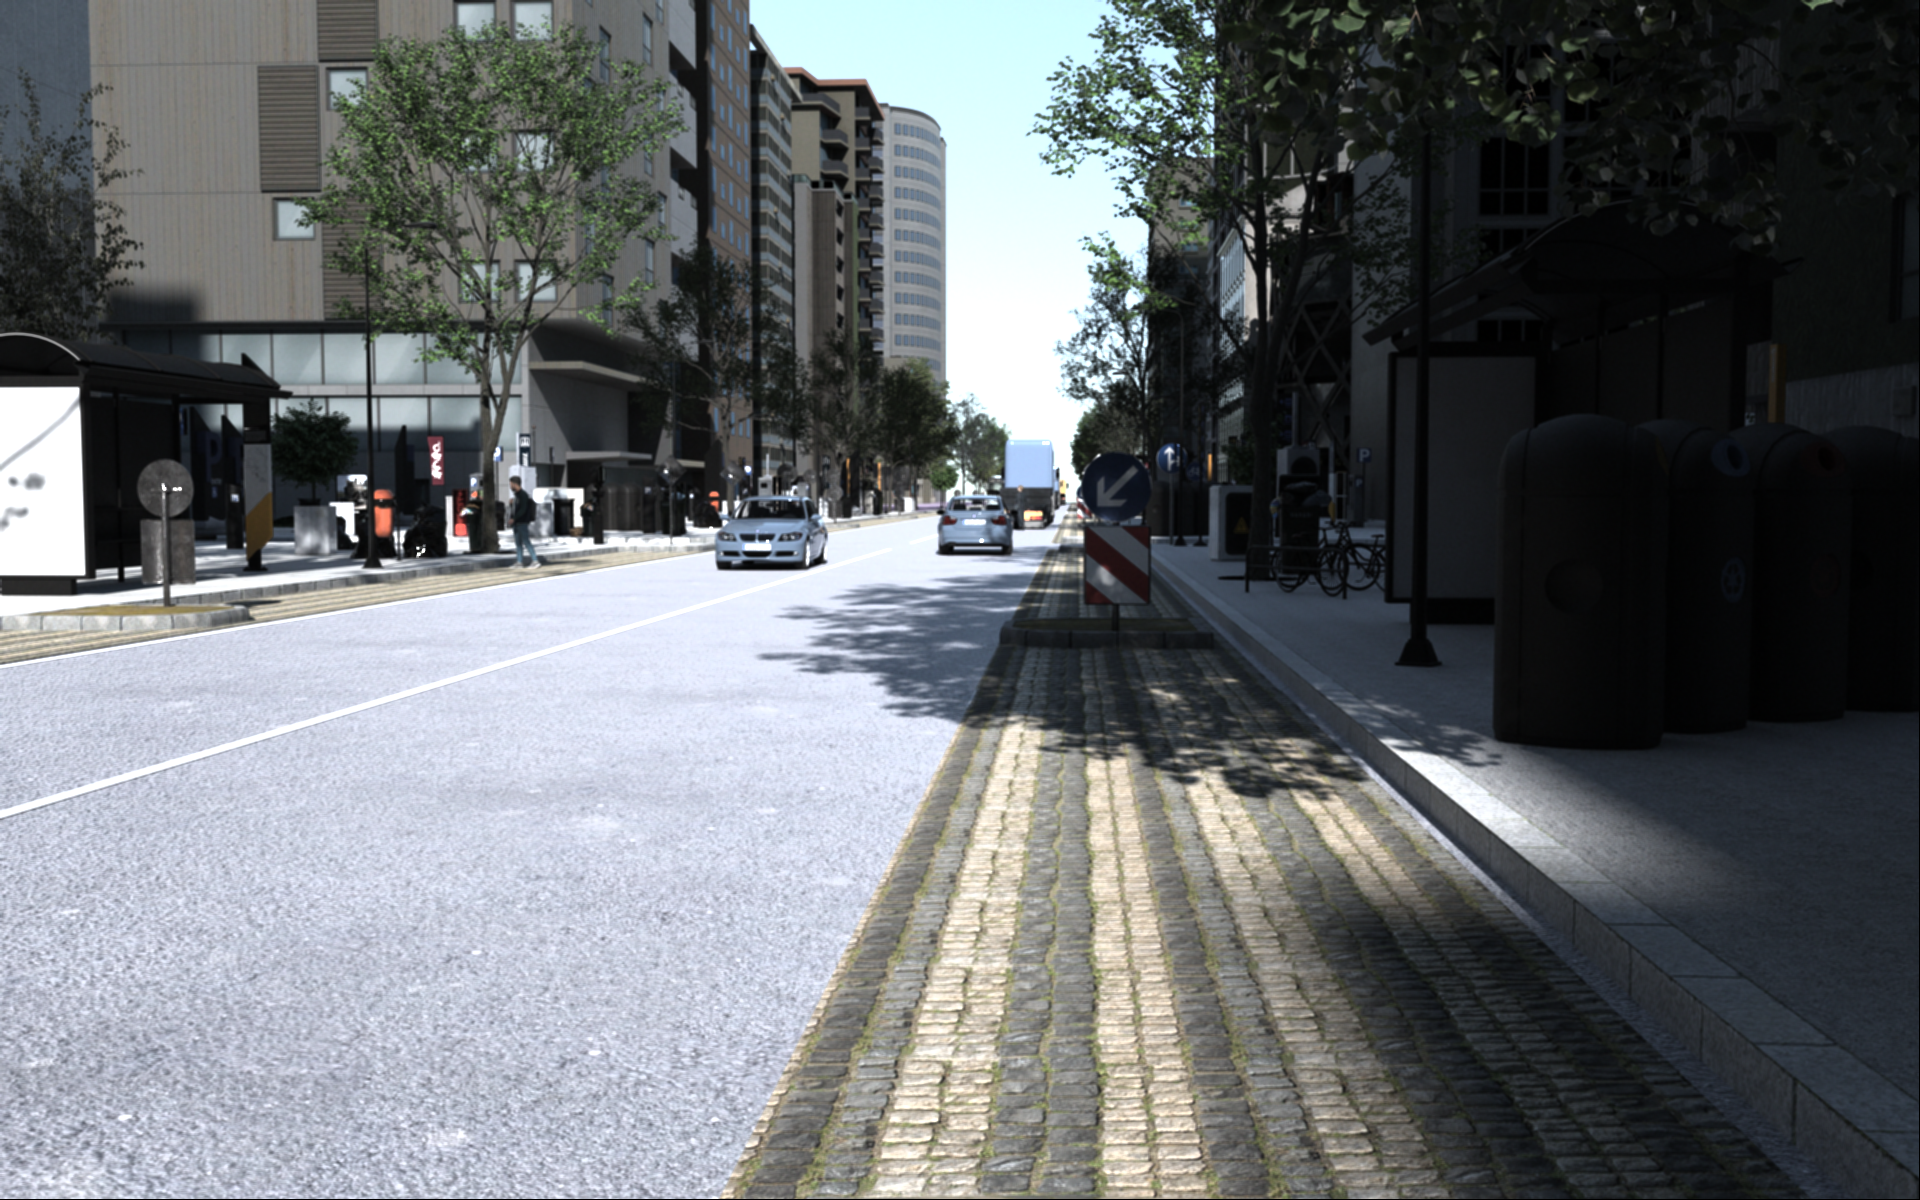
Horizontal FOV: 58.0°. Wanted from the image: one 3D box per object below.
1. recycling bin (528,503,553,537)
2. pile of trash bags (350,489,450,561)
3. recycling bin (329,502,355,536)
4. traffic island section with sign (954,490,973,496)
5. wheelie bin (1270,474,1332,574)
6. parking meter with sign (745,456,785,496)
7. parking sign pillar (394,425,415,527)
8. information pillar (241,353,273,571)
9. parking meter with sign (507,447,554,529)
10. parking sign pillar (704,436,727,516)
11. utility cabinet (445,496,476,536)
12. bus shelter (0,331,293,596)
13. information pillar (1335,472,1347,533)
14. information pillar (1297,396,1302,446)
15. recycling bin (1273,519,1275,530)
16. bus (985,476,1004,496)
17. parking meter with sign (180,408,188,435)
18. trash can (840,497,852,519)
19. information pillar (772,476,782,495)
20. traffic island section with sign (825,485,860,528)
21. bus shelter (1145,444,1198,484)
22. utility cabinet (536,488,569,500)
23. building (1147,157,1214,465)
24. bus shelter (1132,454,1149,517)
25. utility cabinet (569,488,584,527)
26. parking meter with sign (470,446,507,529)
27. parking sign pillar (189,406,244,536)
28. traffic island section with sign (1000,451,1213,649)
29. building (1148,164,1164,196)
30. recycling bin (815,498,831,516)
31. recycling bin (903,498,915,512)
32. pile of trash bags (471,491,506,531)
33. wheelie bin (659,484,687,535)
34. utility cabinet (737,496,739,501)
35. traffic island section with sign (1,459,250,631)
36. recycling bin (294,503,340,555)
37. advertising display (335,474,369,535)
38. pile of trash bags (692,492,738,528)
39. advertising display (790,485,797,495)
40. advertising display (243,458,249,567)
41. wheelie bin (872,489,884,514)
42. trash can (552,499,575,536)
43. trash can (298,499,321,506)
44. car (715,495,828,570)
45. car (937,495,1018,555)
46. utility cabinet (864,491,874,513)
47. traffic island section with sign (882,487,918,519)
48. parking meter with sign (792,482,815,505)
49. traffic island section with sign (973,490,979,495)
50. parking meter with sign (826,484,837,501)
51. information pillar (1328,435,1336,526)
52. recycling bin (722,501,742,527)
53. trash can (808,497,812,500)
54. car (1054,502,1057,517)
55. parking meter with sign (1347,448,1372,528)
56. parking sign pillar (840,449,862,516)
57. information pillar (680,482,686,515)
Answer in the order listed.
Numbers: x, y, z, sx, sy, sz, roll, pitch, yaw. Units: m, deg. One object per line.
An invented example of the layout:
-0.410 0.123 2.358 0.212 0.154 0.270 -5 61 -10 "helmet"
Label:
-12.535 -2.392 51.669 0.722 1.027 0.722 -1 4 -12 "recycling bin"
-11.282 -1.524 34.671 1.912 1.369 3.447 -1 4 -10 "pile of trash bags"
-18.882 -2.468 52.906 0.722 1.027 0.722 -1 4 -20 "recycling bin"
-0.165 -8.727 151.309 1.989 1.847 2.006 0 4 4 "traffic island section with sign"
5.491 -1.222 27.885 0.980 1.594 0.693 0 4 7 "wheelie bin"
-8.907 -5.082 79.359 1.738 3.016 0.543 0 4 -3 "parking meter with sign"
-21.963 -4.894 68.484 1.447 3.967 1.447 -2 4 -32 "parking sign pillar"
-11.675 -2.288 28.760 0.504 3.616 0.183 1 4 16 "information pillar"
-15.939 -4.151 64.135 1.738 3.016 0.543 0 4 -7 "parking meter with sign"
-11.400 -5.653 80.899 1.447 3.967 1.447 -3 5 -42 "parking sign pillar"
-15.138 -2.532 52.566 1.020 1.237 0.306 2 4 32 "utility cabinet"
-11.568 -1.860 24.339 2.014 3.302 5.546 0 4 4 "bus shelter"
12.507 -3.199 56.802 0.304 2.012 0.304 2 4 28 "information pillar"
7.997 -3.065 41.470 0.183 3.616 0.504 -2 4 -24 "information pillar"
11.193 -2.954 60.856 0.722 1.027 0.722 -1 4 -18 "recycling bin"
4.010 -10.506 166.630 2.948 3.499 13.247 0 4 3 "bus"
-16.305 -2.341 34.530 0.543 3.016 1.738 2 4 28 "parking meter with sign"
-5.983 -4.847 90.900 0.748 1.137 0.748 0 3 0 "trash can"
-7.380 -4.005 69.971 0.304 2.012 0.304 3 5 41 "information pillar"
-5.329 -3.998 73.998 1.989 1.847 2.006 0 4 4 "traffic island section with sign"
8.865 -4.835 72.977 2.014 3.302 5.546 0 4 4 "bus shelter"
-13.872 -3.045 58.472 1.173 1.500 0.318 1 4 21 "utility cabinet"
37.636 -37.976 244.611 21.300 48.544 21.600 0 4 4 "building"
10.120 -6.714 101.061 1.731 3.624 6.357 0 4 4 "bus shelter"
-14.963 -3.509 66.043 1.173 1.500 0.318 -2 4 -28 "utility cabinet"
-17.420 -4.073 62.859 0.543 3.016 1.738 2 4 32 "parking meter with sign"
-23.419 -4.002 53.901 1.447 3.967 1.447 0 4 2 "parking sign pillar"
1.402 -0.506 16.902 1.989 1.847 2.006 0 4 4 "traffic island section with sign"
43.383 -41.555 268.656 28.713 52.752 27.495 0 4 4 "building"
-7.883 -5.331 99.718 0.722 1.027 0.722 -2 4 -28 "recycling bin"
-3.699 -6.860 124.711 0.722 1.027 0.722 1 4 22 "recycling bin"
-16.677 -3.063 59.829 1.912 1.369 3.447 -1 4 -17 "pile of trash bags"
-9.052 -2.860 54.664 0.980 1.594 0.693 2 4 34 "wheelie bin"
-12.205 -5.291 97.665 0.306 1.237 1.020 1 4 22 "utility cabinet"
-8.995 -0.635 19.004 1.989 1.847 2.006 0 4 4 "traffic island section with sign"
-13.609 -1.470 36.585 0.722 1.027 0.722 0 4 -7 "recycling bin"
-19.186 -3.025 54.673 0.974 1.923 0.123 -2 4 -27 "advertising display"
-9.413 -3.502 67.010 1.912 1.369 3.447 -1 4 -14 "pile of trash bags"
-11.992 -7.375 125.796 0.123 1.923 0.974 3 4 36 "advertising display"
-12.530 -1.549 30.544 0.123 1.923 0.974 -2 4 -26 "advertising display"
-5.185 -6.218 109.567 0.693 1.594 0.980 -1 4 -18 "wheelie bin"
-12.264 -2.566 53.608 0.748 1.137 0.748 0 3 0 "trash can"
-20.776 -2.673 55.364 0.748 1.137 0.748 0 3 0 "trash can"
-3.675 -1.365 34.325 2.014 1.417 4.499 0 4 3 "car"
0.410 -1.837 42.033 2.014 1.417 4.499 0 4 2 "car"
-6.068 -6.544 115.667 0.318 1.500 1.173 -2 4 -32 "utility cabinet"
-3.503 -5.665 101.255 1.989 1.847 2.006 0 4 4 "traffic island section with sign"
-10.115 -7.055 111.603 1.738 3.016 0.543 2 4 26 "parking meter with sign"
1.649 -10.395 178.579 1.989 1.847 2.006 0 4 4 "traffic island section with sign"
-9.166 -7.972 126.603 0.543 3.016 1.738 3 4 38 "parking meter with sign"
14.928 -4.776 69.440 0.183 3.616 0.504 -1 4 -13 "information pillar"
-8.355 -3.171 64.407 0.722 1.027 0.722 2 4 25 "recycling bin"
-7.833 -4.644 87.578 0.748 1.137 0.748 0 3 0 "trash can"
5.079 -5.861 108.401 1.945 1.354 3.894 0 4 3 "car"
15.240 -4.294 66.474 0.543 3.016 1.738 0 4 -4 "parking meter with sign"
-6.515 -6.950 102.102 1.447 3.967 1.447 3 5 43 "parking sign pillar"
-17.197 -6.301 107.515 0.304 2.012 0.304 0 4 8 "information pillar"
